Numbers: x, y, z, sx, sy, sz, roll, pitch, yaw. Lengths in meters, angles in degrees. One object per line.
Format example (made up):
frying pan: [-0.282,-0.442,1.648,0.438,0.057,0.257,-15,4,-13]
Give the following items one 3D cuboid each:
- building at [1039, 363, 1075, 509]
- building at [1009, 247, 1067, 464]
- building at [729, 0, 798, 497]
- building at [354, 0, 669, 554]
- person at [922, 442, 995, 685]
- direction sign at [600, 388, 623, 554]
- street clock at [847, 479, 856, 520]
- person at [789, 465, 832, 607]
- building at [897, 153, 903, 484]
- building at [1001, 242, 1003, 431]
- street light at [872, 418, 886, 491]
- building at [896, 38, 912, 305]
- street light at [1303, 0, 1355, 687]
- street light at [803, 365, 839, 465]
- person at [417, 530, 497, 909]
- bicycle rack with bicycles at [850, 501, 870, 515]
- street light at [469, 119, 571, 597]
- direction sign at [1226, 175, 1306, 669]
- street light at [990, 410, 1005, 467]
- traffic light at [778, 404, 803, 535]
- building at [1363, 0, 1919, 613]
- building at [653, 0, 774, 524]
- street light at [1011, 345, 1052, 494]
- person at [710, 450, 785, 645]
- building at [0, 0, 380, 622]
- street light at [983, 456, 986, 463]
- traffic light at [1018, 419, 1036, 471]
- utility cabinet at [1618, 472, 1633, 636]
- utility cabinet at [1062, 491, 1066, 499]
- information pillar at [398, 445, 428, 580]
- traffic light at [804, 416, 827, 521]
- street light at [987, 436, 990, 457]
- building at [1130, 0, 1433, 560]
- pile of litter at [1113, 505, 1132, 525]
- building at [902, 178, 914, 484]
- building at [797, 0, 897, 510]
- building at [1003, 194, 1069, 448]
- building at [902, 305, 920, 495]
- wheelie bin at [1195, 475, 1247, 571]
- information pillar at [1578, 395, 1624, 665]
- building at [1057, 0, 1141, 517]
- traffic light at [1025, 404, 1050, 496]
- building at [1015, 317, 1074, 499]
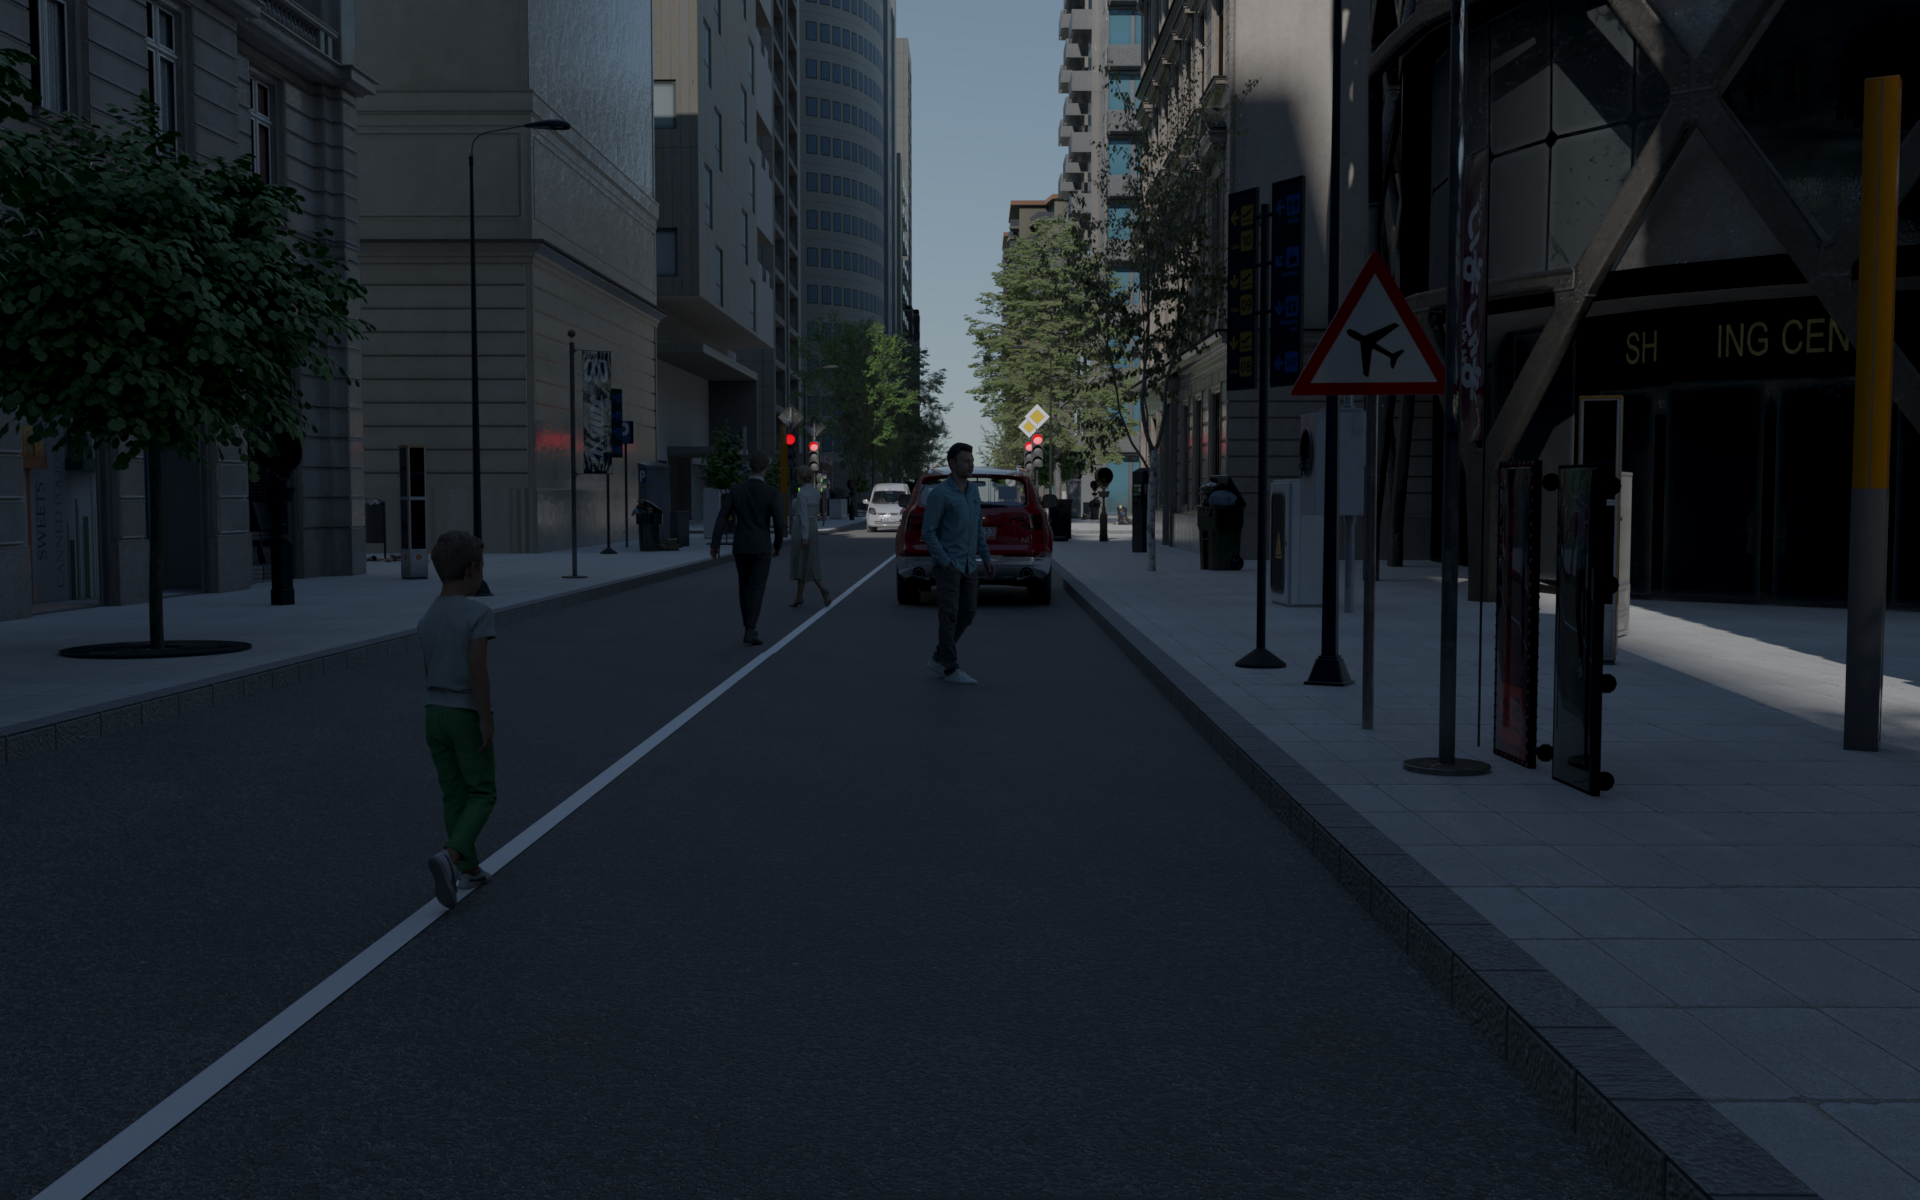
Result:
building: [22.829,-28.280,154.259,32.217,40.220,23.993,0,4,0]
building: [13.315,-26.417,203.623,14.160,30.474,14.107,0,4,0]
building: [-18.859,-41.133,110.773,20.563,71.187,20.611,0,4,0]
building: [-23.272,-12.886,43.962,30.059,22.955,16.112,0,4,0]
person: [-0.061,-0.289,13.249,0.620,1.820,0.660,2,4,35]
direction sign: [-7.532,-2.754,37.031,0.379,3.537,0.876,2,4,34]
street clock: [-5.312,-4.918,84.985,0.358,2.002,0.471,3,4,37]
person: [-1.890,-0.802,21.845,0.641,1.798,0.478,3,4,38]
building: [-13.983,-31.690,201.722,14.154,41.232,14.086,0,4,0]
building: [17.787,-38.366,281.906,22.147,44.769,28.867,0,4,0]
street light: [-4.754,-8.123,105.356,1.470,5.913,1.316,0,4,0]
building: [-15.852,-51.320,277.337,20.563,71.187,20.611,0,4,0]
street light: [1.955,-2.385,11.533,1.470,5.913,1.316,0,4,0]
street light: [-5.083,-5.512,62.660,1.470,5.913,1.316,0,4,0]
person: [-1.779,0.406,6.117,0.306,1.304,0.590,0,4,4]
bicycle rack with bicycles: [-6.471,-5.815,108.459,2.852,0.926,2.925,1,4,11]
street light: [-5.524,-3.002,21.627,1.470,5.913,1.316,0,4,0]
direction sign: [2.237,-1.271,12.781,0.379,3.537,0.876,-2,4,-28]
street light: [2.529,-7.470,94.675,1.470,5.913,1.316,0,4,0]
traffic light: [-5.270,-3.992,54.195,0.839,4.253,0.868,0,4,0]
building: [14.053,-9.578,24.055,16.820,18.784,16.811,0,4,0]
building: [-22.953,-29.788,76.269,28.713,52.752,27.495,0,4,0]
street light: [2.289,-4.990,54.133,1.470,5.913,1.316,0,4,0]
person: [-1.982,-0.511,16.625,0.659,1.850,0.755,1,4,11]
building: [-15.489,-10.634,15.674,13.314,21.916,24.055,0,4,0]
street light: [3.276,-12.092,170.252,1.470,5.913,1.316,0,4,0]
traffic light: [2.460,-4.478,62.130,0.839,4.253,0.868,0,4,0]
utility cabinet: [5.632,-0.401,15.238,0.318,1.500,1.173,2,4,33]
utility cabinet: [8.409,-7.615,133.186,1.173,1.500,0.318,0,4,-3]
information pillar: [-8.224,-1.319,26.063,0.304,2.012,0.304,-3,5,-43]
traffic light: [-5.201,-4.481,62.180,0.839,4.253,0.868,0,4,0]
street light: [2.995,-10.075,137.275,1.470,5.913,1.316,0,4,0]
building: [9.834,-10.854,42.096,10.561,19.102,19.286,0,4,0]
pile of litter: [6.978,-3.560,72.172,1.176,0.858,1.719,0,4,3]
building: [-18.534,-37.810,237.805,23.786,49.044,30.456,0,4,0]
building: [-17.681,-38.998,179.610,21.231,58.520,28.212,0,4,0]
building: [18.041,-36.567,252.488,22.147,44.769,28.867,0,4,0]
building: [-13.206,-29.900,260.567,14.160,30.474,14.107,0,4,0]
wheelie bin: [4.392,-1.302,29.203,0.693,1.594,0.980,-1,4,-22]
information pillar: [4.829,-0.526,13.096,0.304,2.012,0.304,1,4,22]
building: [17.587,-29.846,107.590,23.786,49.044,30.456,0,4,0]
traffic light: [2.391,-3.989,54.145,0.839,4.253,0.868,0,4,0]
building: [19.980,-20.632,182.376,27.650,21.520,28.899,0,4,0]
